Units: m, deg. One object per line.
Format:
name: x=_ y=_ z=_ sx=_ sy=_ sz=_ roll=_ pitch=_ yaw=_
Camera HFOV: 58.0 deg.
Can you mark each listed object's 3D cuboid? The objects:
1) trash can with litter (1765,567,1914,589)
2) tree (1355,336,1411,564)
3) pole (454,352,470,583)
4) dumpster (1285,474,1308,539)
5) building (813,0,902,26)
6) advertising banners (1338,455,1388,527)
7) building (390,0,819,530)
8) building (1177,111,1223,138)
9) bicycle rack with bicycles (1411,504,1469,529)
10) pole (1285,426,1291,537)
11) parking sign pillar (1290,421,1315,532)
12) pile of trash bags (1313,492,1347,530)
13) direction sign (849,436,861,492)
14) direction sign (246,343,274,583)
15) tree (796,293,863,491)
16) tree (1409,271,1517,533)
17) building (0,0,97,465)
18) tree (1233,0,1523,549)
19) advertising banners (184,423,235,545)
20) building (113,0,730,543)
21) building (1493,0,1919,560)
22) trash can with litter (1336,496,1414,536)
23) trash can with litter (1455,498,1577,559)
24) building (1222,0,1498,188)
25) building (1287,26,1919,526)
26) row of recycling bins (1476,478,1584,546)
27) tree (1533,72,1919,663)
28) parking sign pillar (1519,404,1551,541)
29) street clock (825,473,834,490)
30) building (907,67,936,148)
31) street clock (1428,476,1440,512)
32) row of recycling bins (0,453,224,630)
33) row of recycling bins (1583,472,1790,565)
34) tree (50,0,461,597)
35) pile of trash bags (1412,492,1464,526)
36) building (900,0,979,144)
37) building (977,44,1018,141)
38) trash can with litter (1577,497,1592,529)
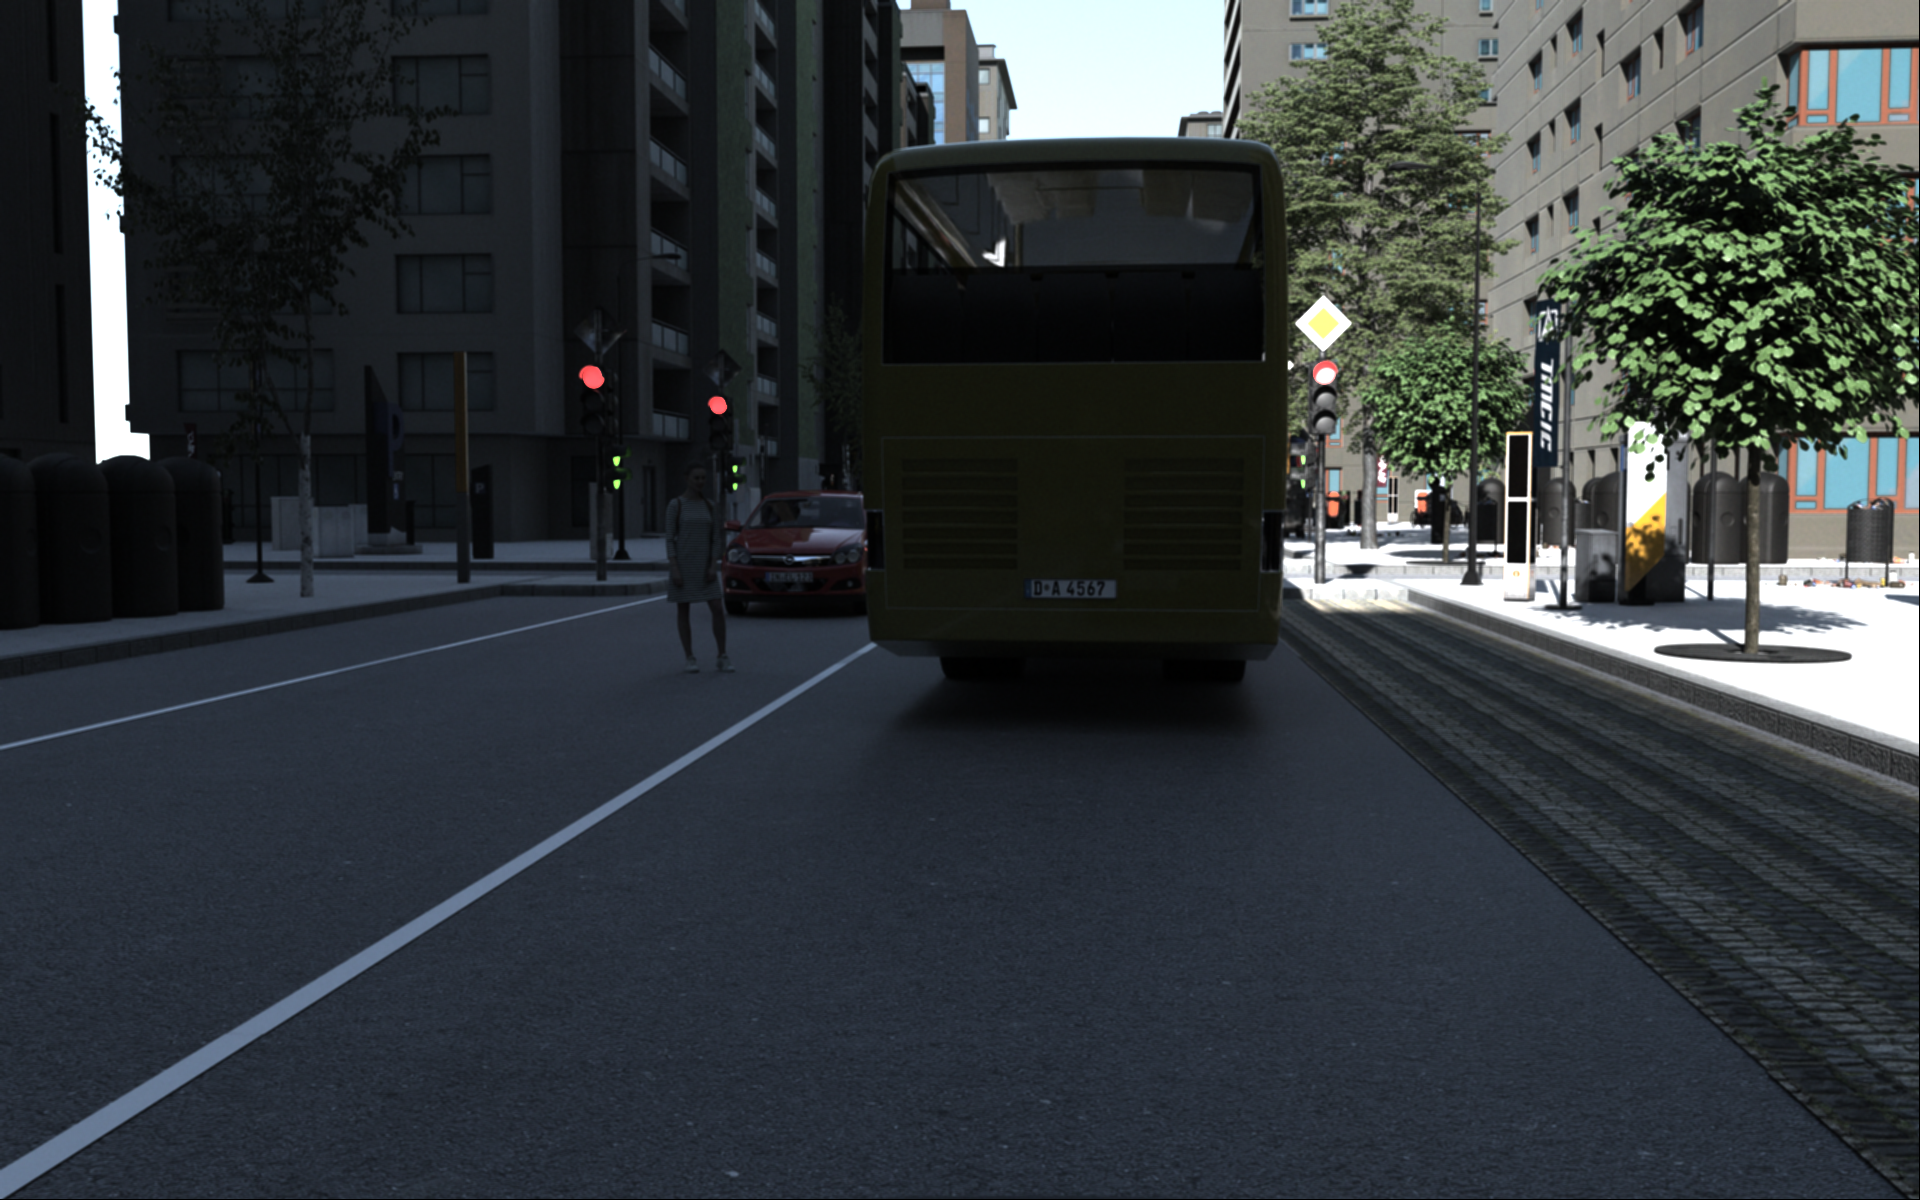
trash can with litter: x=12.185 y=-0.799 z=24.117 sx=2.233 sy=1.210 sz=1.678 roll=1 pitch=4 yaw=18
tree: x=8.869 y=-2.937 z=31.726 sx=4.285 sy=4.588 sz=4.351 roll=0 pitch=3 yaw=0
pole: x=-7.170 y=-1.902 z=24.937 sx=0.158 sy=3.312 sz=0.155 roll=0 pitch=3 yaw=0
dumpster: x=9.429 y=-2.725 z=50.308 sx=1.264 sy=1.857 sz=1.865 roll=0 pitch=4 yaw=5
building: x=-10.936 y=-19.779 z=95.089 sx=14.160 sy=30.474 sz=14.107 roll=0 pitch=4 yaw=5
advertising banners: x=15.905 y=-4.413 z=68.346 sx=2.074 sy=3.025 sz=0.090 roll=1 pitch=4 yaw=22
building: x=-14.142 y=-23.811 z=72.903 sx=14.154 sy=41.232 sz=14.086 roll=0 pitch=4 yaw=5
building: x=43.734 y=-39.468 z=234.540 sx=28.713 sy=52.752 sz=27.495 roll=0 pitch=4 yaw=5
bicycle rack with bicycles: x=18.214 y=-3.122 z=64.431 sx=2.852 sy=0.926 sz=2.925 roll=0 pitch=4 yaw=2
pole: x=9.690 y=-3.522 z=51.425 sx=0.158 sy=3.312 sz=0.155 roll=0 pitch=3 yaw=0
parking sign pillar: x=11.480 y=-4.309 z=58.920 sx=1.447 sy=3.967 sz=1.447 roll=-1 pitch=4 yaw=-22
pile of trash bags: x=13.297 y=-3.300 z=63.715 sx=1.912 sy=1.369 sz=3.447 roll=0 pitch=4 yaw=-6
direction sign: x=-3.915 y=-4.653 z=68.068 sx=0.876 sy=3.537 sz=0.379 roll=1 pitch=4 yaw=8
direction sign: x=-10.176 y=-2.023 z=25.080 sx=0.379 sy=3.537 sz=0.876 roll=-2 pitch=4 yaw=-31
tree: x=-3.905 y=-6.950 z=63.995 sx=4.737 sy=8.622 sz=4.395 roll=0 pitch=3 yaw=0
tree: x=15.907 y=-6.469 z=56.136 sx=4.737 sy=8.622 sz=4.395 roll=0 pitch=3 yaw=0
building: x=-34.256 y=-16.828 z=46.847 sx=14.107 sy=30.474 sz=14.160 roll=0 pitch=4 yaw=5
tree: x=9.175 y=-7.437 z=39.717 sx=7.486 sy=12.596 sz=7.792 roll=0 pitch=3 yaw=0
advertising banners: x=-18.821 y=-2.889 z=43.424 sx=0.090 sy=3.025 sz=2.074 roll=1 pitch=4 yaw=8
building: x=-14.488 y=-22.459 z=50.802 sx=14.154 sy=41.232 sz=14.086 roll=0 pitch=4 yaw=5
building: x=31.759 y=-12.283 z=45.868 sx=28.899 sy=21.520 sz=27.650 roll=0 pitch=4 yaw=5
trash can with litter: x=12.683 y=-2.556 z=52.844 sx=2.233 sy=1.210 sz=1.678 roll=1 pitch=4 yaw=20
trash can with litter: x=10.980 y=-1.460 z=34.923 sx=2.233 sy=1.210 sz=1.678 roll=0 pitch=4 yaw=3
building: x=30.905 y=-30.914 z=129.143 sx=21.300 sy=48.544 sz=21.600 roll=0 pitch=4 yaw=5
building: x=31.516 y=-15.070 z=91.439 sx=27.650 sy=21.520 sz=28.899 roll=0 pitch=4 yaw=5
row of recycling bins: x=14.693 y=-2.232 z=43.610 sx=3.534 sy=1.692 sz=1.069 roll=3 pitch=4 yaw=36
tree: x=6.304 y=-1.838 z=13.769 sx=4.285 sy=4.588 sz=4.351 roll=0 pitch=3 yaw=0
parking sign pillar: x=15.948 y=-3.657 z=48.265 sx=1.447 sy=3.967 sz=1.447 roll=-1 pitch=4 yaw=-10
street clock: x=-4.563 y=-3.427 z=60.602 sx=0.358 sy=2.002 sz=0.471 roll=1 pitch=4 yaw=12
building: x=-9.331 y=-21.111 z=116.865 sx=14.160 sy=30.474 sz=14.107 roll=0 pitch=4 yaw=5
street clock: x=18.985 y=-3.966 z=69.410 sx=0.471 sy=2.002 sz=0.358 roll=1 pitch=4 yaw=20
row of recycling bins: x=-8.918 y=-0.657 z=17.859 sx=1.069 sy=1.692 sz=3.534 roll=1 pitch=4 yaw=15
row of recycling bins: x=13.478 y=-1.515 z=31.875 sx=3.534 sy=1.692 sz=1.069 roll=0 pitch=4 yaw=-2
tree: x=-8.399 y=-4.343 z=21.376 sx=4.360 sy=8.622 sz=3.978 roll=0 pitch=3 yaw=0
pile of trash bags: x=19.673 y=-3.800 z=71.875 sx=1.912 sy=1.369 sz=3.447 roll=2 pitch=4 yaw=33
building: x=-5.704 y=-31.139 z=159.232 sx=14.600 sy=45.320 sz=14.200 roll=0 pitch=4 yaw=5
building: x=-8.042 y=-37.939 z=209.533 sx=28.713 sy=52.752 sz=27.495 roll=0 pitch=4 yaw=5
trash can with litter: x=14.232 y=-1.812 z=40.690 sx=2.233 sy=1.210 sz=1.678 roll=-1 pitch=4 yaw=-22
